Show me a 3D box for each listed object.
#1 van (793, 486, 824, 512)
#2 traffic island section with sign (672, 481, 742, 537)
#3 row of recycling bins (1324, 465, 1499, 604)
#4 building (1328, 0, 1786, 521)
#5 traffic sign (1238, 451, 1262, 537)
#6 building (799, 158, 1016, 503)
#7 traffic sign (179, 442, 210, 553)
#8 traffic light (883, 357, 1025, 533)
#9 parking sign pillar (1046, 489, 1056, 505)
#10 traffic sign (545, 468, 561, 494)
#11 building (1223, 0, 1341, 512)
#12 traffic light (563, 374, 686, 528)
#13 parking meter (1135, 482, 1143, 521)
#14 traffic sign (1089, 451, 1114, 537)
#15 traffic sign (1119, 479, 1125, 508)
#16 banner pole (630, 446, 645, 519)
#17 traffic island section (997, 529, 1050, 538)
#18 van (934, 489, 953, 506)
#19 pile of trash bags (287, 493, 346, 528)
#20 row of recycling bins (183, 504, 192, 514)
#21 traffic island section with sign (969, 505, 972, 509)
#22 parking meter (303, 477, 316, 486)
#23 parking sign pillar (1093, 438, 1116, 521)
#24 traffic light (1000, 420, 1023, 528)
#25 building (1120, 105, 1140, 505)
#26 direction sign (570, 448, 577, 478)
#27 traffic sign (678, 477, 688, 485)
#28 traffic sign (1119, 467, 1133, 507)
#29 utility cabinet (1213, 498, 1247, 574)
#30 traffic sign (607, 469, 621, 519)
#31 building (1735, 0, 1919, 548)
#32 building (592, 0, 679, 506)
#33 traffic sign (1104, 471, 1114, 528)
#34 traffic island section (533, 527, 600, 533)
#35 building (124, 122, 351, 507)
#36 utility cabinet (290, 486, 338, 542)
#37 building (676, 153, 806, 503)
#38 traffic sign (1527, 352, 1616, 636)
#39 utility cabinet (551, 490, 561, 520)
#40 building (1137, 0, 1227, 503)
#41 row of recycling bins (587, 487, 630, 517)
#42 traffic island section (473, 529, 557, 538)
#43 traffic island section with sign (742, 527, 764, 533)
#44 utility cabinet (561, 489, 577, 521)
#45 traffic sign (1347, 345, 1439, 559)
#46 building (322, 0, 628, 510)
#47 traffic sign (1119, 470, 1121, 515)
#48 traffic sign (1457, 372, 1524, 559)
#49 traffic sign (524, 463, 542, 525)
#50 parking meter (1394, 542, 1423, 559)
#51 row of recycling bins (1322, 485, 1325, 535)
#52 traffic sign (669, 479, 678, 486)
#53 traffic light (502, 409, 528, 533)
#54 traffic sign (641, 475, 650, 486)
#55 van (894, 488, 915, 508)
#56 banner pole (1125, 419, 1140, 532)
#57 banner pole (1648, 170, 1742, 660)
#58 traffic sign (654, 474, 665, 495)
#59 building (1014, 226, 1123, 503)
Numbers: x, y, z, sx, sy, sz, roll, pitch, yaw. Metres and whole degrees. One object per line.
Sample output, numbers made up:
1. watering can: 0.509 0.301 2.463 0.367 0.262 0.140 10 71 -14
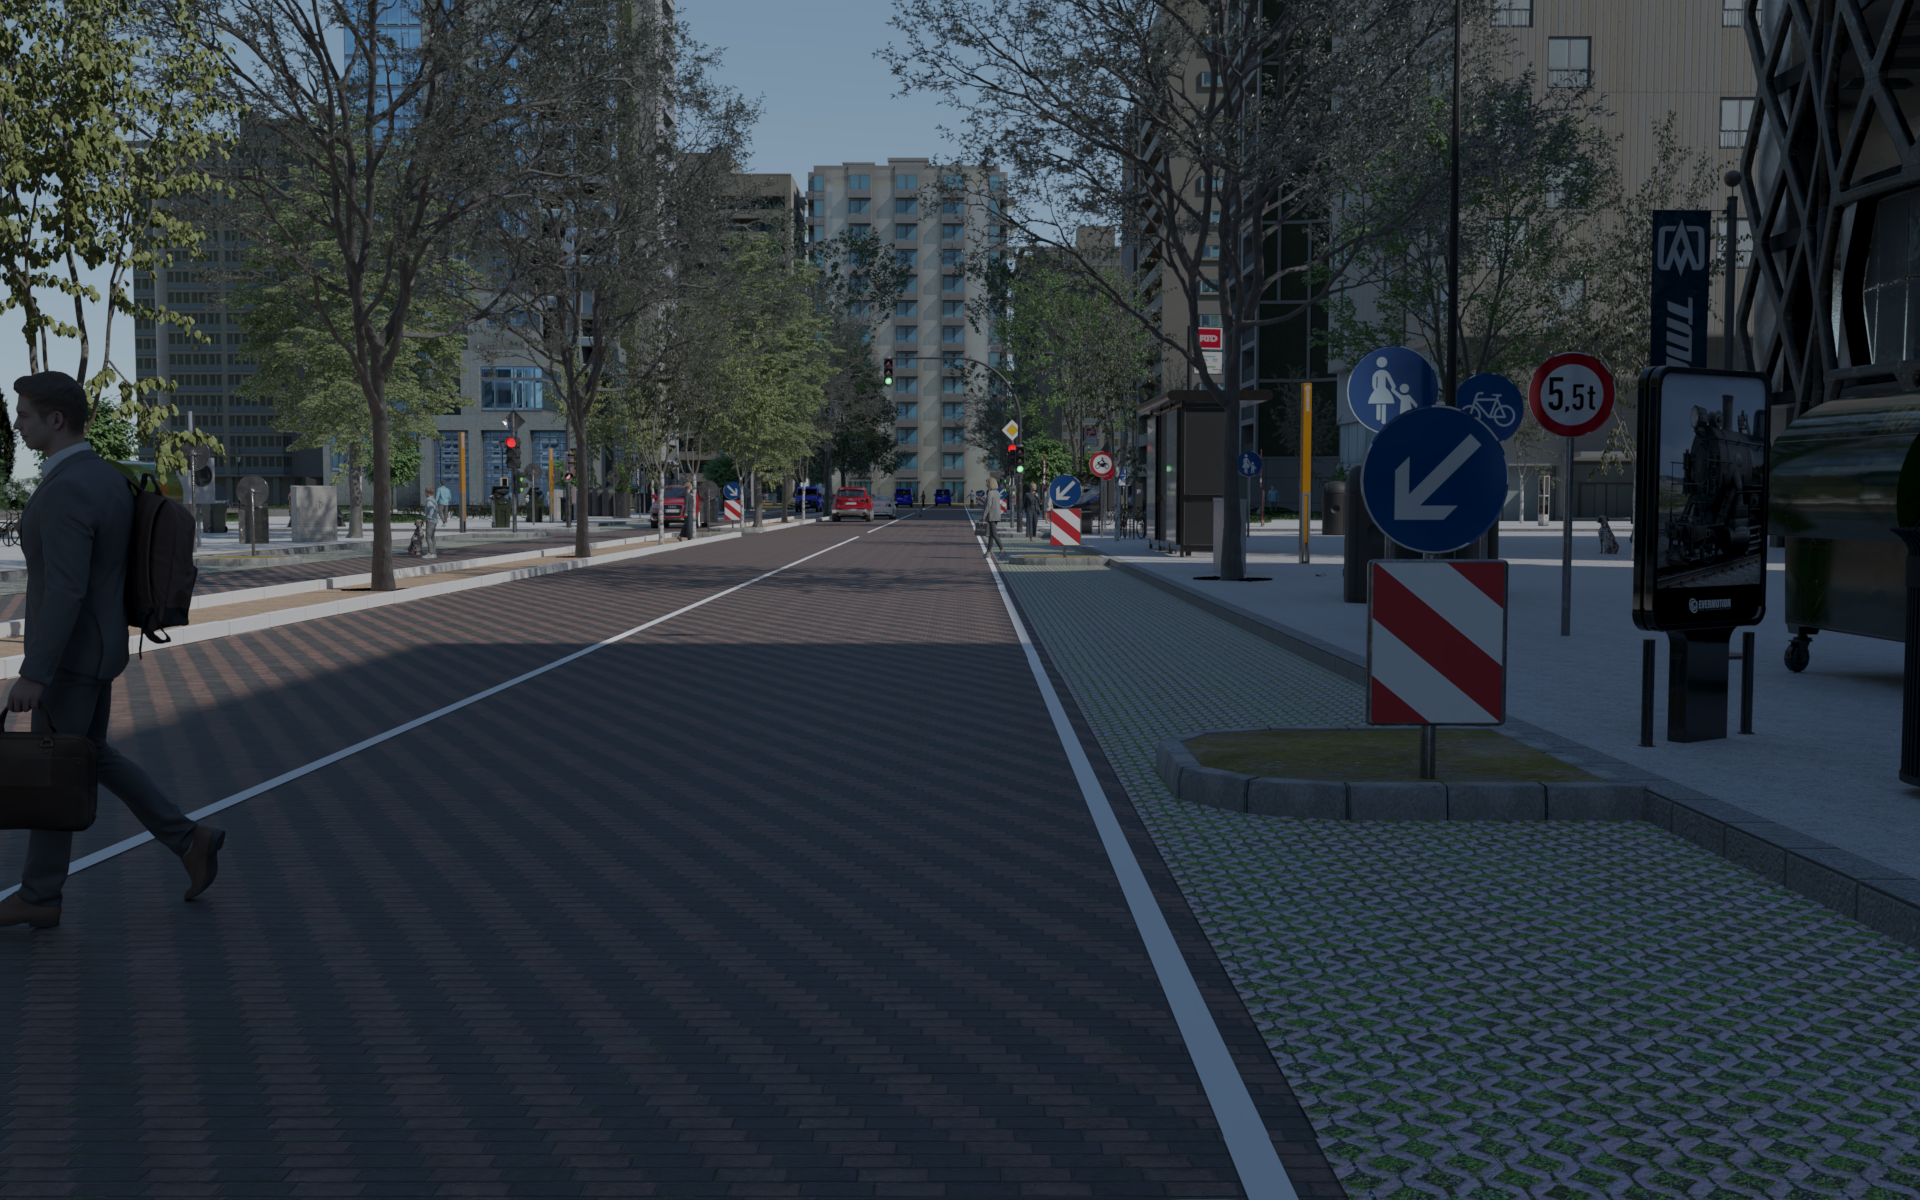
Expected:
1. van: -11.981 -8.141 137.483 2.240 2.365 5.245 0 3 0
2. traffic island section with sign: -8.496 -3.044 57.909 2.006 1.907 1.989 0 3 0
3. row of recycling bins: 5.842 -0.886 21.591 1.069 1.692 3.534 3 4 37
4. building: 35.424 -30.713 91.391 27.495 52.752 28.713 0 3 0
5. traffic sign: 8.535 -3.126 51.213 0.768 2.556 0.104 0 4 1
6. building: -7.416 -38.504 249.155 30.456 49.044 23.786 0 3 0
7. traffic sign: -16.755 -2.309 37.850 0.768 2.556 0.104 1 4 9
8. traffic light: -0.136 -5.061 57.417 4.771 5.953 1.251 0 3 0
9. parking sign pillar: 7.585 -9.273 140.093 1.447 3.967 1.447 -3 5 -44
10. traffic sign: -19.593 -5.091 83.338 0.768 2.556 0.104 0 4 6
11. building: 28.518 -41.889 123.130 20.563 71.187 20.611 0 3 0
12. traffic light: -12.715 -5.559 65.560 4.771 5.953 1.251 0 3 0
13. parking meter: 8.365 -4.609 81.067 0.399 1.863 0.255 0 4 1
14. traffic sign: 4.225 -3.143 51.490 0.768 2.556 0.104 0 4 3
15. traffic sign: 8.072 -5.099 85.501 0.606 2.300 0.079 0 4 5
16. banner pole: -16.988 -6.170 90.902 0.863 3.779 0.401 2 4 32
17. traffic island section: 1.996 -2.165 57.673 2.009 0.180 2.903 0 3 0
18. van: -1.992 -12.273 205.042 2.240 2.365 5.245 0 4 0
19. pile of trash bags: -24.964 -3.472 66.520 1.912 1.369 3.447 0 4 -1
20. row of recycling bins: -31.747 -3.779 68.905 3.534 1.692 1.069 2 4 32
21. traffic island section with sign: 1.967 -11.379 194.668 1.989 1.847 2.006 0 3 0
22. parking meter: -21.700 -3.188 57.840 0.399 1.863 0.255 -3 5 -44
23. parking sign pillar: 7.089 -5.850 84.111 1.447 3.967 1.447 -2 4 -24
24. traffic light: 1.955 -4.686 65.544 0.839 4.253 0.868 0 3 0
25. building: 25.733 -33.341 195.234 14.600 45.320 14.200 0 3 0
26. direction sign: -18.820 -5.718 85.488 0.876 3.537 0.379 1 4 16
27. traffic sign: -20.957 -7.999 130.895 0.768 2.556 0.104 1 4 10
28. traffic sign: 7.725 -4.903 80.278 0.768 2.556 0.104 0 4 1
29. utility cabinet: 4.393 -1.041 28.179 0.306 1.237 1.020 0 4 -6
30. traffic sign: -17.757 -5.436 88.987 0.768 2.556 0.104 0 4 1
31. building: 26.036 -10.250 35.039 16.820 18.784 16.811 0 3 0
32. building: -46.007 -39.701 191.102 28.212 58.520 21.231 0 3 0
33. traffic sign: 5.437 -3.954 64.759 0.768 2.556 0.104 1 4 8
34. traffic island section: -14.847 -2.653 65.659 2.009 0.180 2.903 0 3 0
35. building: -72.108 -30.182 185.363 23.993 40.220 32.217 0 3 0
36. utility cabinet: -17.280 -2.305 46.361 0.318 1.500 1.173 3 4 39
37. building: -33.585 -38.215 248.518 21.600 48.544 21.300 0 3 0
38. traffic sign: 5.486 -0.948 15.614 0.768 2.556 0.104 0 4 7
39. utility cabinet: -19.787 -4.674 85.106 0.318 1.500 1.173 0 4 2
40. building: 28.533 -32.976 162.867 21.300 48.544 21.600 0 3 0
41. row of recycling bins: -20.069 -5.571 98.194 3.534 1.692 1.069 3 4 36
42. traffic island section: -14.845 -2.165 57.674 2.009 0.180 2.903 0 3 0
43. traffic island section with sign: -8.488 -3.497 65.317 2.006 1.907 1.989 0 3 0
44. utility cabinet: -18.342 -4.520 82.576 1.173 1.500 0.318 2 4 33
45. traffic sign: 3.715 -0.908 14.945 0.768 2.556 0.104 0 4 8
46. building: -42.225 -51.478 154.336 22.319 86.520 31.000 0 3 0
47. traffic sign: 8.500 -5.602 91.703 0.768 2.556 0.104 0 4 1
48. traffic sign: 5.530 -1.111 18.265 0.768 2.556 0.104 0 4 0
49. traffic sign: -17.547 -4.349 71.208 0.768 2.556 0.104 0 4 2
50. parking meter: 4.132 -0.460 15.927 0.372 1.533 0.369 0 3 0
51. row of recycling bins: 12.608 -2.915 54.775 3.534 1.692 1.069 -3 5 -44
52. traffic sign: -19.526 -7.098 118.187 0.606 2.300 0.079 0 4 2
53. traffic light: -14.805 -4.197 57.540 0.839 4.253 0.868 0 3 0
54. traffic sign: -20.723 -6.953 113.791 0.768 2.556 0.104 0 4 8
55. van: -6.027 -11.134 186.424 2.240 2.365 5.245 0 4 0
56. banner pole: 5.743 -4.172 58.234 0.401 3.779 0.863 -1 4 -22
57. banner pole: 5.744 -1.436 13.489 0.863 3.779 0.401 0 4 -2
58. traffic sign: -18.822 -6.609 108.156 0.768 2.556 0.104 0 4 8
59. building: 19.808 -34.369 253.810 23.993 40.220 32.217 0 3 0
